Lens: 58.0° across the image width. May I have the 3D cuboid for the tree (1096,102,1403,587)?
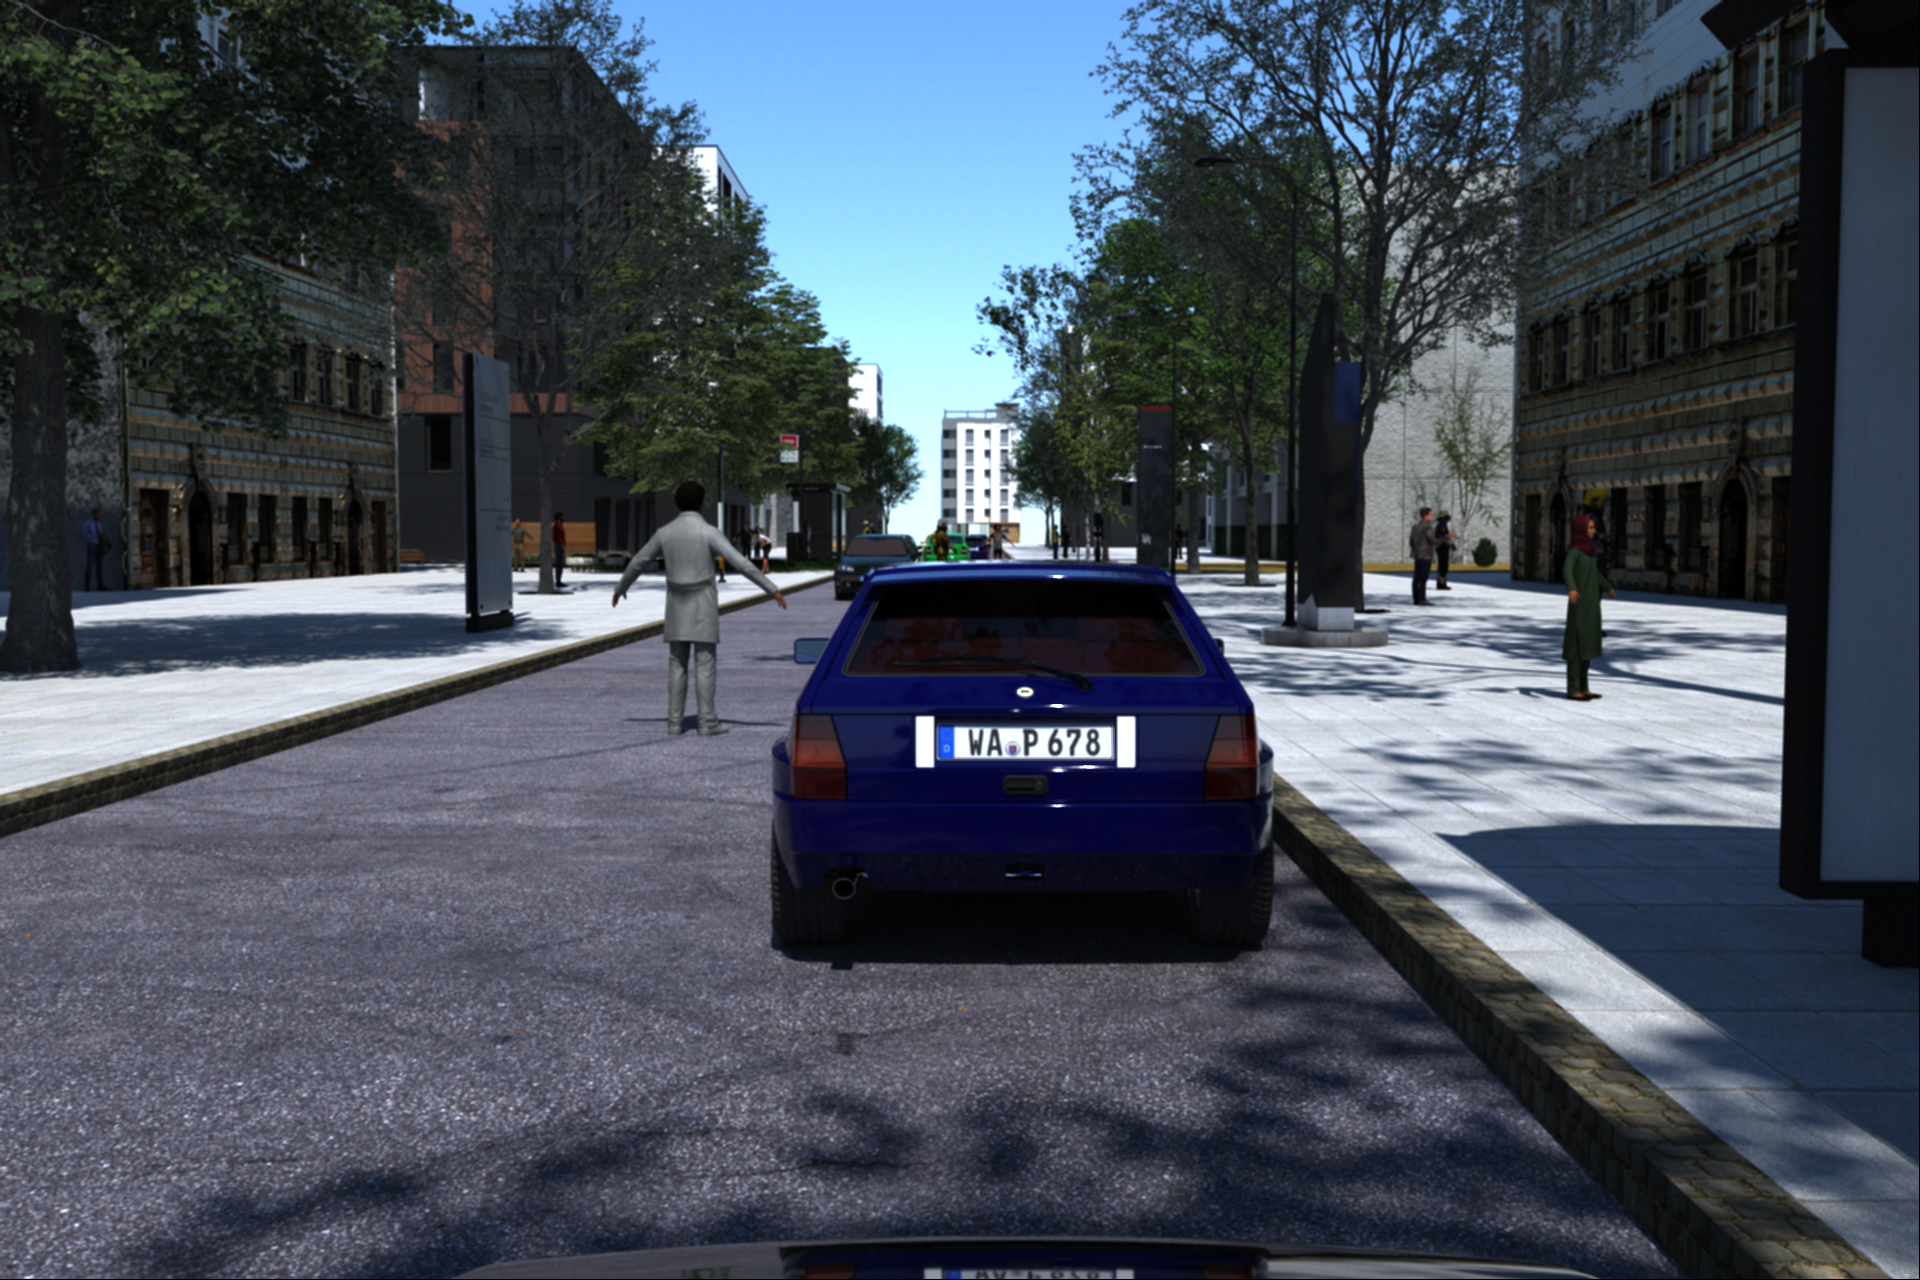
[{"bbox_3d":[7.040,-7.119,42.158,9.928,11.665,9.643,0,3,0],"label":"tree"}]

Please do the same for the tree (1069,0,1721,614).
[{"bbox_3d":[6.531,-7.186,27.867,12.009,13.543,11.850,0,3,0],"label":"tree"}]

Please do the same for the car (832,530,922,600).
[{"bbox_3d":[-1.835,-1.783,38.936,2.009,1.686,4.222,0,4,1],"label":"car"}]

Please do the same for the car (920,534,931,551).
[{"bbox_3d":[-1.291,-5.556,101.062,2.015,1.641,3.980,0,4,1],"label":"car"}]

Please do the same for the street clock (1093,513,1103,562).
[{"bbox_3d":[4.685,-3.322,58.879,0.358,2.002,0.471,0,4,1],"label":"street clock"}]

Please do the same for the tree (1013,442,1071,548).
[{"bbox_3d":[8.314,-14.502,162.858,9.928,11.665,9.643,0,3,0],"label":"tree"}]

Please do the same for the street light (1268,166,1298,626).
[{"bbox_3d":[4.654,-2.989,21.405,1.470,5.913,1.316,0,4,1],"label":"street light"}]

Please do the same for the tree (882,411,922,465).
[{"bbox_3d":[-11.844,-24.324,253.591,12.611,20.169,13.585,0,3,0],"label":"tree"}]

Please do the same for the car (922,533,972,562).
[{"bbox_3d":[-0.500,-3.512,66.219,1.959,1.807,4.718,0,3,0],"label":"car"}]

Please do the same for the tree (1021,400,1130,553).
[{"bbox_3d":[7.975,-11.254,118.415,8.767,10.594,7.601,2,4,27],"label":"tree"}]

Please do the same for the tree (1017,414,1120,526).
[{"bbox_3d":[8.123,-12.026,131.045,8.767,10.594,7.601,1,4,14],"label":"tree"}]

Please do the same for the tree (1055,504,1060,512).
[{"bbox_3d":[17.237,-19.967,252.207,9.928,11.665,9.643,0,3,0],"label":"tree"}]

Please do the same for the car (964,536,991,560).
[{"bbox_3d":[0.453,-3.999,77.957,1.945,1.354,3.894,0,3,0],"label":"car"}]

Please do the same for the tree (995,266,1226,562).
[{"bbox_3d":[6.701,-10.375,80.005,12.009,13.543,11.850,0,3,0],"label":"tree"}]

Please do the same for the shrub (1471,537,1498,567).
[{"bbox_3d":[20.307,-3.420,67.033,1.383,1.207,1.383,0,3,0],"label":"shrub"}]

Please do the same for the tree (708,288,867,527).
[{"bbox_3d":[-8.100,-9.942,80.679,7.486,12.596,7.792,0,3,0],"label":"tree"}]

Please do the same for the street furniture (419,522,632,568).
[{"bbox_3d":[-15.578,-3.719,67.659,11.010,1.723,9.812,-1,4,-12],"label":"street furniture"}]

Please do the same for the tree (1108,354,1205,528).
[{"bbox_3d":[8.071,-7.370,70.860,4.360,8.622,3.978,0,3,0],"label":"tree"}]

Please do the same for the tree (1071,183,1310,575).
[{"bbox_3d":[7.339,-8.280,53.506,7.486,12.596,7.792,0,3,0],"label":"tree"}]

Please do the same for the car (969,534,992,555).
[{"bbox_3d":[1.219,-6.723,119.714,2.009,1.686,4.222,0,4,-1],"label":"car"}]

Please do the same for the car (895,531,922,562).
[{"bbox_3d":[-2.234,-2.932,57.730,2.009,1.686,4.222,0,4,1],"label":"car"}]

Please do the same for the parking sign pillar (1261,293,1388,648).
[{"bbox_3d":[4.246,-1.932,20.066,1.447,3.967,1.447,0,4,0],"label":"parking sign pillar"}]

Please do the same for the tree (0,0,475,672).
[{"bbox_3d":[-8.765,-6.694,16.095,9.857,13.997,8.962,0,3,0],"label":"tree"}]

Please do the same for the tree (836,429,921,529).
[{"bbox_3d":[-7.420,-12.758,143.008,8.767,10.594,7.601,-1,4,-13],"label":"tree"}]

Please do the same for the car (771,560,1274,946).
[{"bbox_3d":[0.218,0.319,7.368,1.945,1.354,3.894,0,4,0],"label":"car"}]

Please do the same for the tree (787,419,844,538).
[{"bbox_3d":[-8.368,-9.178,100.418,4.737,8.622,4.395,0,3,0],"label":"tree"}]

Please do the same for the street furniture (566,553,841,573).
[{"bbox_3d":[-8.647,-2.692,59.639,10.072,0.657,5.734,0,4,4],"label":"street furniture"}]

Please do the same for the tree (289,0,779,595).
[{"bbox_3d":[-8.742,-7.721,36.608,12.009,13.543,11.850,0,3,0],"label":"tree"}]

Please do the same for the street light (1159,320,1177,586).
[{"bbox_3d":[5.062,-3.919,36.621,1.470,5.913,1.316,0,4,1],"label":"street light"}]

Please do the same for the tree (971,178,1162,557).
[{"bbox_3d":[6.715,-14.640,95.261,12.611,20.169,13.585,0,3,0],"label":"tree"}]

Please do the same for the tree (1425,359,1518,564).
[{"bbox_3d":[21.216,-7.503,73.037,4.360,8.622,3.978,0,3,0],"label":"tree"}]

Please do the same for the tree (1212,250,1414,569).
[{"bbox_3d":[12.764,-8.403,63.146,9.928,11.665,9.643,0,3,0],"label":"tree"}]

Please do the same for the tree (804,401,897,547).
[{"bbox_3d":[-8.071,-11.307,119.281,8.767,10.594,7.601,1,4,17],"label":"tree"}]

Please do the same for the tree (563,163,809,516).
[{"bbox_3d":[-8.523,-8.282,53.543,7.486,12.596,7.792,0,3,0],"label":"tree"}]

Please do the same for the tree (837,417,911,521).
[{"bbox_3d":[-7.340,-12.001,130.623,7.601,10.594,8.767,-2,4,-25],"label":"tree"}]

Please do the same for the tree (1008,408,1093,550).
[{"bbox_3d":[7.497,-13.203,141.631,9.928,11.665,9.643,0,3,0],"label":"tree"}]

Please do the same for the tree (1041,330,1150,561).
[{"bbox_3d":[4.770,-6.863,62.577,4.737,8.622,4.395,0,3,0],"label":"tree"}]

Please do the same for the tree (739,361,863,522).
[{"bbox_3d":[-8.390,-9.467,89.194,7.601,10.594,8.767,1,4,12],"label":"tree"}]

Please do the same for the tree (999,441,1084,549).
[{"bbox_3d":[7.557,-13.261,151.222,7.601,10.594,8.767,2,4,30],"label":"tree"}]

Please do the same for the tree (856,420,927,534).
[{"bbox_3d":[-6.644,-14.067,155.753,9.928,11.665,9.643,0,3,0],"label":"tree"}]
